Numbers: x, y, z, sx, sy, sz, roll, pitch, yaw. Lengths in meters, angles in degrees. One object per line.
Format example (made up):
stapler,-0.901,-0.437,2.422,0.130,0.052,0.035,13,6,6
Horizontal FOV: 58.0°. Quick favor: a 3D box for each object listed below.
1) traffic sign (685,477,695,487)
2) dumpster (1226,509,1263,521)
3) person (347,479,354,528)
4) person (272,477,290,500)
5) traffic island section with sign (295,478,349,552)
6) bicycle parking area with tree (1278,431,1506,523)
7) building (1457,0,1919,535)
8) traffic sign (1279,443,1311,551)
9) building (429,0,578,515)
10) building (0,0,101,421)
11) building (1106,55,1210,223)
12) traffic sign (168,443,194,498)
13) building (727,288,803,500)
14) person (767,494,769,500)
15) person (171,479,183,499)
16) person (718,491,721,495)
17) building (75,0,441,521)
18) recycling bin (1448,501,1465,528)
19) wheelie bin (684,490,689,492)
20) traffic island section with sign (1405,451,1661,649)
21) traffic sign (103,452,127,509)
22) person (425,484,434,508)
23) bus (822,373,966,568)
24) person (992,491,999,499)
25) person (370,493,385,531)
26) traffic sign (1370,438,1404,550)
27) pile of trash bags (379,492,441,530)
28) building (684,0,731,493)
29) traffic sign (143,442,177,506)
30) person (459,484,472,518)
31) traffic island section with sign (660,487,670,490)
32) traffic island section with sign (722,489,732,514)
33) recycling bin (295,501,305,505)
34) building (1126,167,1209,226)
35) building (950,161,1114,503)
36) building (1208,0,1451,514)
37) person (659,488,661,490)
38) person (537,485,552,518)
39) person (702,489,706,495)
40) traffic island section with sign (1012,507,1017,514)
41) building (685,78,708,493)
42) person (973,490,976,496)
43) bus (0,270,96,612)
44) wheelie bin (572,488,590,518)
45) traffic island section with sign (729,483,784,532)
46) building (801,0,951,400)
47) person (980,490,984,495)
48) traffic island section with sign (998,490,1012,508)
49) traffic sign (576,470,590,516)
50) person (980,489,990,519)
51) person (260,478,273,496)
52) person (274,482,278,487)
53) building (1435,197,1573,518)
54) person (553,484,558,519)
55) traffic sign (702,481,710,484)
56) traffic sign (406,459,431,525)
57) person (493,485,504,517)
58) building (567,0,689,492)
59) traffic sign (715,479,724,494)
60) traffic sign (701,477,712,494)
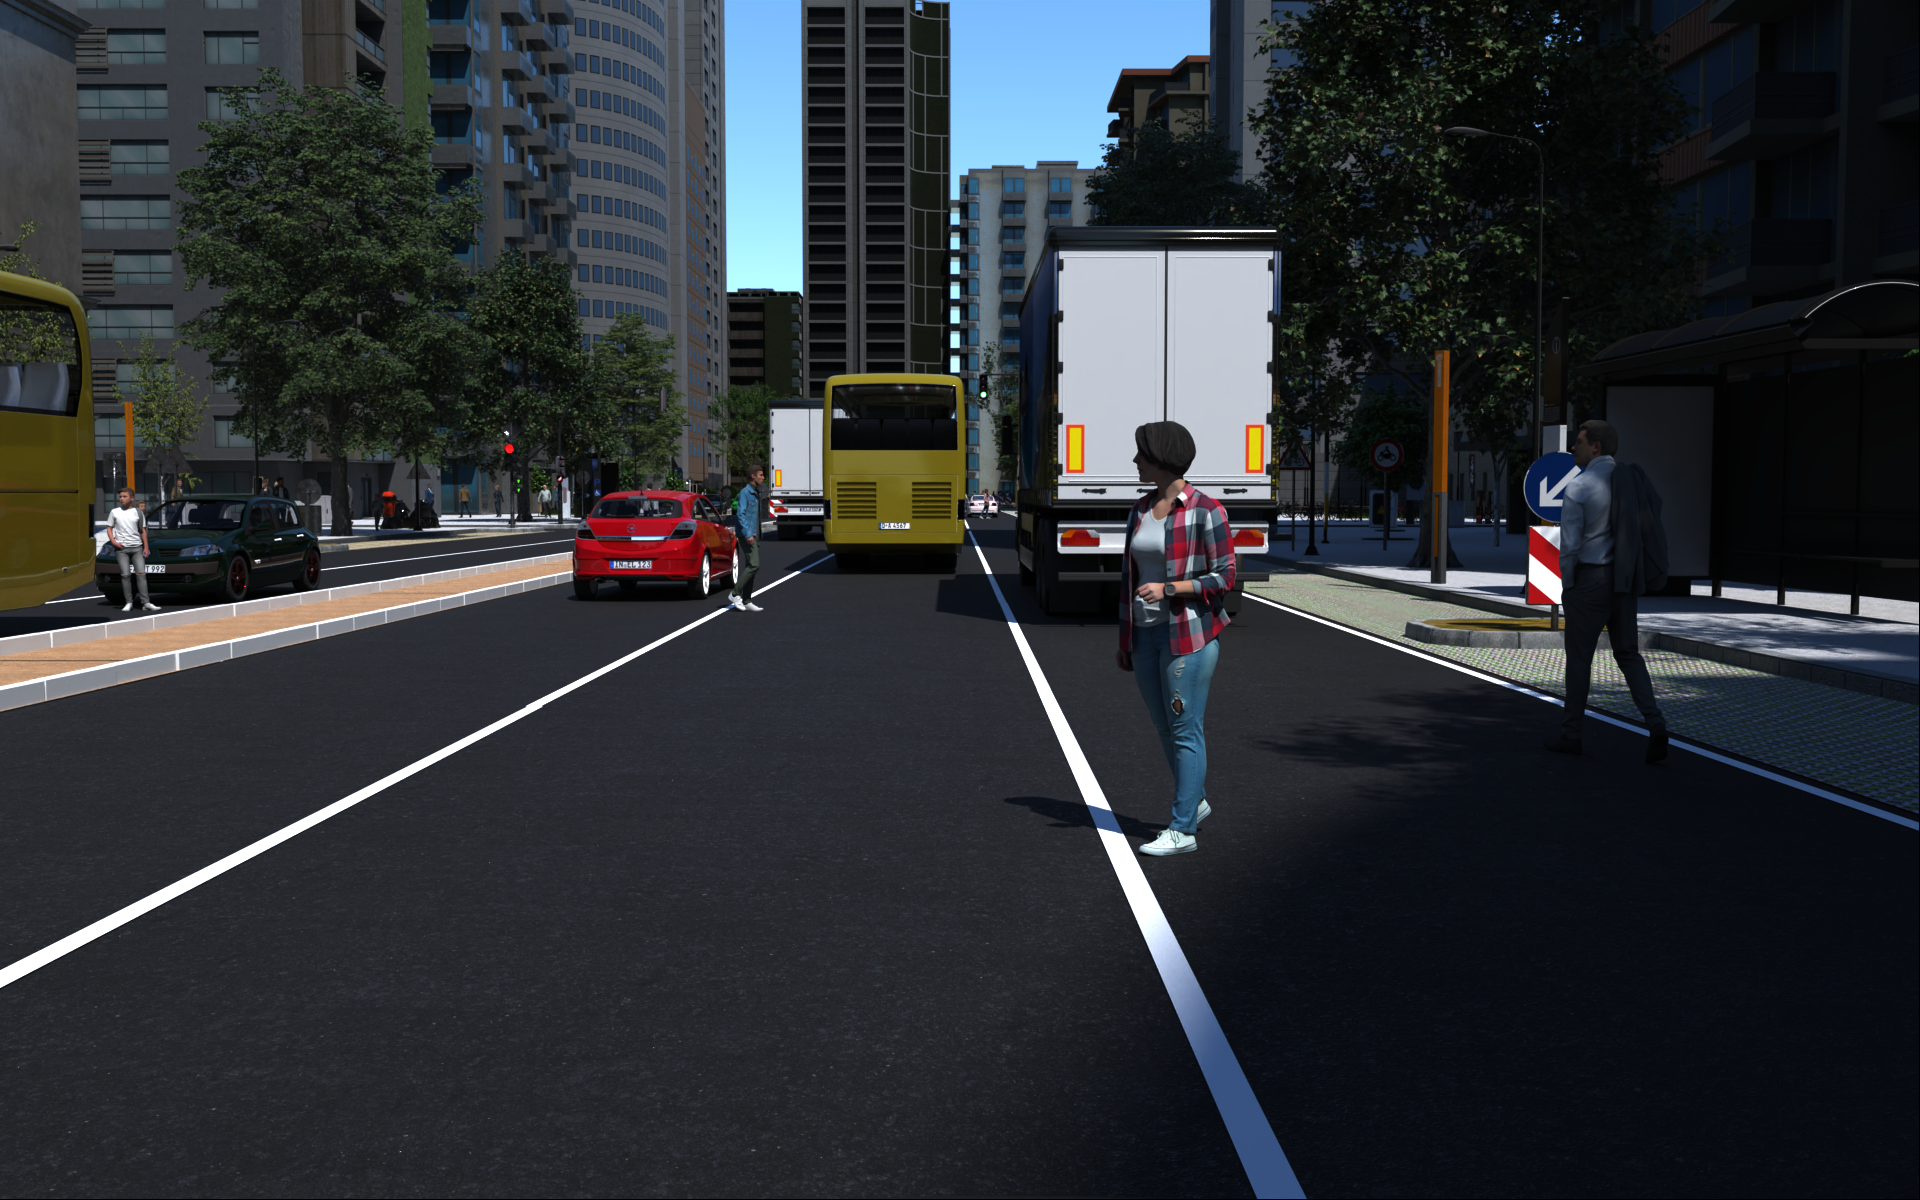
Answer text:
traffic sign,-19.925,-7.832,127.783,0.795,2.593,0.064,1,4,9
dumpster,7.380,-2.466,46.071,1.264,1.857,1.865,0,3,0
person,-22.728,-3.562,64.239,0.622,1.834,0.822,2,4,26
person,-21.529,-2.995,54.989,0.794,1.824,0.713,-1,4,-23
traffic island section with sign,-16.481,-2.126,43.385,1.989,1.847,2.006,0,4,0
bicycle parking area with tree,21.189,-5.769,81.325,9.016,4.147,8.231,-2,4,-30
building,27.321,-23.701,42.140,22.147,44.769,28.867,0,4,0
traffic sign,7.480,-2.375,38.839,0.884,2.594,0.081,0,4,2
building,-38.745,-30.405,116.725,23.786,49.044,30.456,0,4,0
building,-44.385,-14.066,49.059,34.723,24.649,14.460,0,4,0
building,26.522,-31.989,177.638,22.147,44.769,28.867,0,4,0
traffic sign,-19.946,-2.695,44.066,0.884,2.594,0.081,0,3,0
building,-29.061,-29.042,246.542,14.107,30.474,14.160,0,4,0
person,-21.479,-11.388,193.028,0.721,1.735,1.217,-1,4,-23
person,-29.065,-3.568,64.285,0.836,1.842,0.656,-2,4,-23
person,-25.941,-11.056,187.532,1.217,1.743,0.721,2,4,28
building,-35.402,-24.659,86.763,14.154,41.232,14.086,0,4,0
recycling bin,18.803,-3.276,66.125,0.722,1.027,0.722,0,4,-5
wheelie bin,-20.561,-7.461,129.898,0.980,1.594,0.693,-3,5,-40
traffic island section with sign,5.448,-0.503,16.846,1.989,1.847,2.006,0,4,0
traffic sign,-20.609,-2.454,42.256,0.606,2.300,0.079,0,4,8
person,-26.802,-4.972,87.520,0.419,1.800,0.721,0,4,4
bus,-1.299,-2.749,36.500,2.896,3.916,12.252,0,4,-1
person,3.813,-11.261,193.299,1.217,1.739,0.721,-3,4,-36
person,-20.264,-3.056,60.281,0.475,1.303,0.640,-2,4,-33
traffic sign,9.695,-2.405,39.433,0.768,2.556,0.104,0,4,5
pile of trash bags,-20.574,-3.321,64.059,1.912,1.369,3.447,0,4,2
building,-38.973,-46.870,204.568,20.611,71.187,20.563,0,4,0
traffic sign,-20.120,-2.663,43.540,0.884,2.594,0.081,0,4,5
person,-26.838,-5.384,93.974,0.836,1.842,0.656,2,4,26
traffic island section with sign,-16.734,-5.476,98.163,1.989,1.847,2.006,0,4,0
traffic island section with sign,-16.845,-7.125,125.118,1.989,1.847,2.006,0,4,0
recycling bin,-25.170,-3.221,65.225,0.722,1.027,0.722,3,4,36
building,21.692,-23.492,155.795,14.160,30.474,14.107,0,4,0
building,13.858,-38.648,251.509,30.456,49.044,23.786,0,4,0
building,28.773,-35.717,125.976,21.231,58.520,28.212,0,4,0
person,-22.719,-7.655,131.627,0.534,1.772,0.576,-1,4,-21
person,-21.990,-5.201,91.562,0.782,1.767,0.515,-1,4,-17
person,-19.823,-7.786,134.354,0.522,1.701,0.512,3,5,45
traffic island section with sign,4.974,-7.120,125.041,1.989,1.847,2.006,0,4,0
building,-34.684,-32.595,183.032,14.600,45.320,14.200,0,4,0
person,1.349,-8.902,154.132,0.705,1.814,1.350,0,4,2
bus,-10.053,-1.234,11.724,2.896,3.916,12.252,0,4,-1
wheelie bin,-20.528,-5.247,93.691,0.980,1.594,0.693,0,4,2
traffic island section with sign,-7.639,-3.520,65.684,2.006,1.907,1.989,0,4,0
building,-11.669,-49.606,249.315,20.611,71.187,20.563,0,4,0
person,2.295,-10.185,175.027,1.348,1.823,0.705,2,4,29
traffic island section with sign,4.752,-10.190,175.241,1.989,1.847,2.006,0,4,0
traffic sign,-20.234,-5.674,92.878,0.768,2.556,0.104,0,4,7
person,1.472,-5.630,101.134,0.643,1.750,0.593,1,4,12
person,-20.866,-2.793,52.129,0.576,1.772,0.534,0,4,6
person,-28.601,-4.070,72.770,0.537,1.800,0.526,-2,4,-30
building,43.899,-15.253,94.432,28.899,21.520,27.650,0,4,0
person,-20.807,-5.093,89.660,0.444,1.785,0.601,-1,4,-10
traffic sign,-21.680,-9.044,147.974,0.768,2.556,0.104,0,4,1
traffic sign,-19.373,-3.790,61.971,0.884,2.594,0.081,0,4,1
person,-25.524,-5.467,95.843,0.534,1.772,0.576,1,4,12
building,-38.177,-37.887,161.447,21.231,58.520,28.212,0,4,0
traffic sign,-19.910,-8.749,143.150,0.768,2.556,0.104,0,4,2
traffic sign,-19.448,-8.124,132.837,0.884,2.594,0.081,0,4,4
